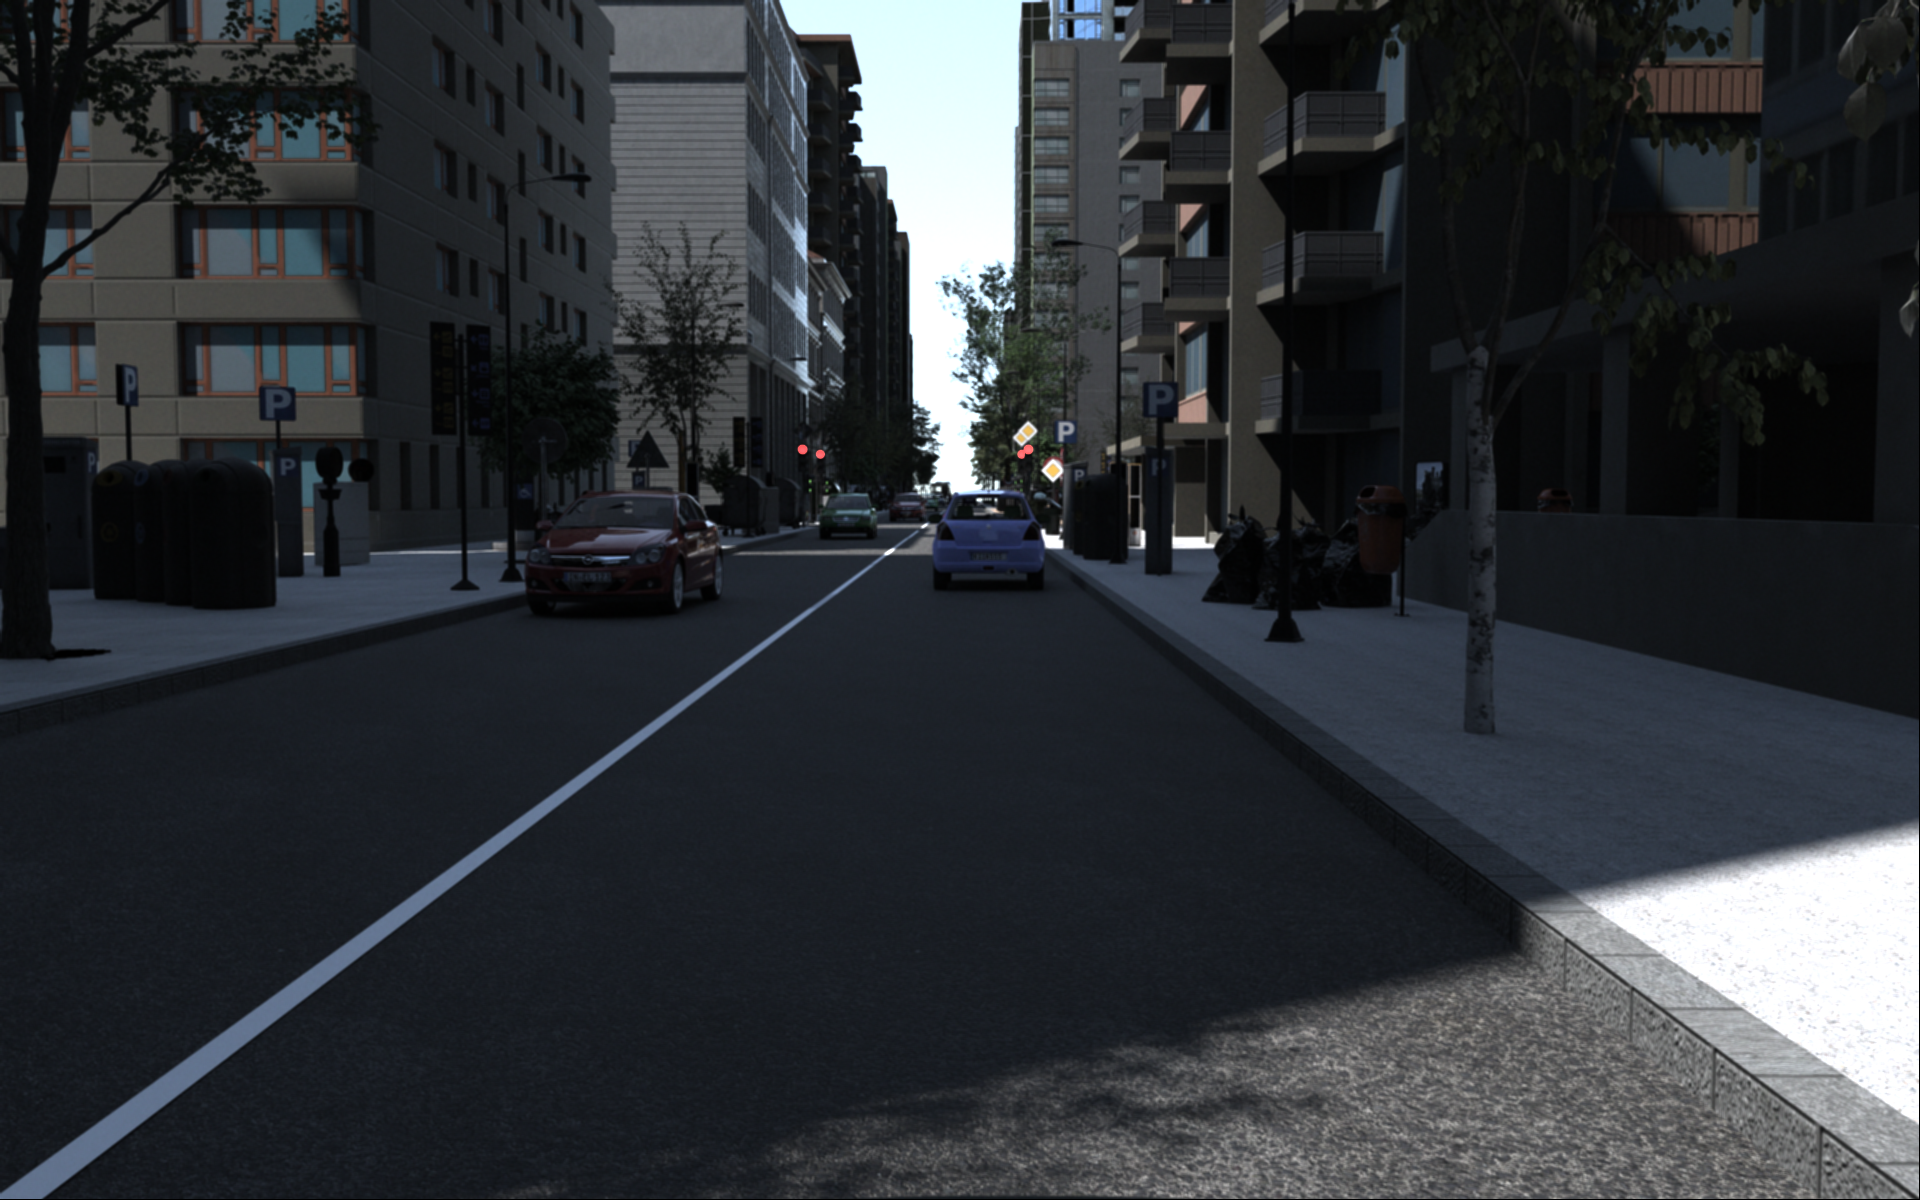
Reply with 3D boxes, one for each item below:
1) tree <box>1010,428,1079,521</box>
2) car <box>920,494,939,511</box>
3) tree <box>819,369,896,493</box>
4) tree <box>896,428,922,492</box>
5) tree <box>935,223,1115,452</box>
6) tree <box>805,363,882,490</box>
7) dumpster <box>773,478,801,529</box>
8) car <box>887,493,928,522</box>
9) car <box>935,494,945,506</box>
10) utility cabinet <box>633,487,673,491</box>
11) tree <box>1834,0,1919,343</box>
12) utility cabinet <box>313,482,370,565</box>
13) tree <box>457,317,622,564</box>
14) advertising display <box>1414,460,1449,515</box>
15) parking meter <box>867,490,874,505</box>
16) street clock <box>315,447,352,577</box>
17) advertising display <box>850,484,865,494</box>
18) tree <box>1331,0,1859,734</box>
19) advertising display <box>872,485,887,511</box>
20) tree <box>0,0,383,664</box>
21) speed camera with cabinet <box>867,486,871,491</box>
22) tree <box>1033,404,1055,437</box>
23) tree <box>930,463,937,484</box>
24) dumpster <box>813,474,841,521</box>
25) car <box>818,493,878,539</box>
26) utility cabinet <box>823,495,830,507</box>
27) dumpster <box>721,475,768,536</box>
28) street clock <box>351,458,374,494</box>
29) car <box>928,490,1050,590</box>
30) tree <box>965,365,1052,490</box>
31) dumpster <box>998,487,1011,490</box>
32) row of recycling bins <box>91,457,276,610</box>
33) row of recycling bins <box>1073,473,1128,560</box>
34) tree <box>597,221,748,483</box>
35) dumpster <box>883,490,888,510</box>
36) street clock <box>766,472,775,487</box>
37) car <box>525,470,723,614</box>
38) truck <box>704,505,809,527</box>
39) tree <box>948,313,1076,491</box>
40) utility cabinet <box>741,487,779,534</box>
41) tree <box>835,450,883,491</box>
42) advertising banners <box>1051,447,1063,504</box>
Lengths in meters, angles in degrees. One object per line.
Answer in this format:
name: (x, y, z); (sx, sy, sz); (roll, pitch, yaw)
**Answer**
tree: (4.224, -6.109, 83.603); (4.285, 4.588, 4.351); (0, 3, 0)
car: (-2.712, -8.279, 144.160); (1.959, 1.807, 4.718); (0, 4, 0)
tree: (-6.667, -9.312, 102.620); (4.737, 8.622, 4.395); (0, 3, 0)
tree: (-6.267, -11.512, 138.581); (4.737, 8.622, 4.395); (0, 3, 0)
tree: (4.459, -16.272, 121.934); (12.611, 20.169, 13.585); (0, 3, 0)
tree: (-6.683, -8.964, 96.918); (4.360, 8.622, 3.978); (0, 3, 0)
dumpster: (-6.550, -3.554, 63.859); (1.264, 1.857, 1.865); (0, 3, 0)
car: (-2.748, -5.023, 91.174); (2.155, 1.783, 4.494); (0, 4, 1)
car: (-2.714, -12.030, 208.695); (2.014, 1.417, 4.499); (0, 4, -1)
utility cabinet: (-9.158, -2.633, 51.735); (1.173, 1.500, 0.318); (1, 4, 19)
tree: (2.710, -3.180, 2.358); (4.360, 8.622, 3.978); (0, 3, 0)
utility cabinet: (-11.129, -1.375, 31.158); (0.318, 1.500, 1.173); (1, 4, 17)
tree: (-7.817, -2.983, 32.491); (4.285, 4.588, 4.351); (0, 3, 0)
advertising display: (8.945, -1.693, 32.895); (0.123, 1.923, 0.974); (-1, 4, -18)
parking meter: (-5.813, -6.398, 113.014); (0.372, 1.533, 0.369); (0, 3, 0)
street clock: (-9.777, -1.366, 26.903); (0.358, 2.002, 0.471); (0, 4, 6)
advertising display: (-6.548, -6.438, 110.477); (0.974, 1.923, 0.123); (0, 4, 5)
tree: (2.788, -3.576, 8.833); (4.737, 8.622, 4.395); (0, 3, 0)
advertising display: (-6.047, -7.693, 130.991); (0.974, 1.923, 0.123); (0, 4, 6)
tree: (-7.189, -5.353, 13.283); (9.928, 11.665, 9.643); (0, 3, 0)
speed camera with cabinet: (-7.419, -9.100, 143.121); (0.660, 3.252, 2.038); (1, 4, 18)
tree: (7.424, -11.317, 135.389); (4.360, 8.622, 3.978); (0, 3, 0)
tree: (-5.746, -14.789, 192.166); (4.360, 8.622, 3.978); (0, 3, 0)
dumpster: (-6.406, -4.837, 81.583); (1.502, 2.255, 1.985); (0, 4, 0)
car: (-3.626, -2.915, 56.452); (1.959, 1.807, 4.718); (0, 4, -1)
utility cabinet: (-5.957, -4.086, 77.971); (0.306, 1.237, 1.020); (0, 4, 5)
dumpster: (-6.648, -2.908, 53.310); (1.264, 1.857, 1.865); (0, 3, 0)
street clock: (-12.180, -1.878, 35.271); (0.471, 2.002, 0.358); (-2, 4, -30)
car: (0.454, -1.079, 27.239); (1.945, 1.707, 3.694); (0, 4, 1)
tree: (4.309, -14.195, 150.221); (7.486, 12.596, 7.792); (0, 3, 0)
dumpster: (3.410, -7.765, 132.722); (1.264, 1.857, 1.865); (0, 4, 0)
row of recycling bins: (-9.205, -0.820, 20.520); (3.534, 1.692, 1.069); (3, 5, 42)
row of recycling bins: (2.893, -1.724, 35.307); (1.069, 1.692, 3.534); (0, 3, 0)
tree: (-7.420, -5.850, 46.006); (4.360, 8.622, 3.978); (0, 3, 0)
dumpster: (-6.255, -7.885, 134.680); (1.264, 1.857, 1.865); (0, 4, 0)
street clock: (-6.183, -3.174, 56.470); (0.358, 2.002, 0.471); (0, 4, 3)
car: (-4.195, -0.794, 22.022); (2.155, 1.783, 4.494); (0, 4, 2)
truck: (-15.681, -4.966, 70.952); (18.799, 4.110, 2.967); (0, 4, 1)
tree: (3.154, -10.644, 99.782); (9.928, 11.665, 9.643); (0, 3, 0)
utility cabinet: (-6.409, -2.870, 55.603); (1.173, 1.500, 0.318); (-1, 4, -21)
tree: (-7.062, -8.401, 121.062); (4.285, 4.588, 4.351); (0, 3, 0)
advertising banners: (3.642, -4.202, 64.888); (0.090, 3.025, 2.074); (-1, 4, -8)
